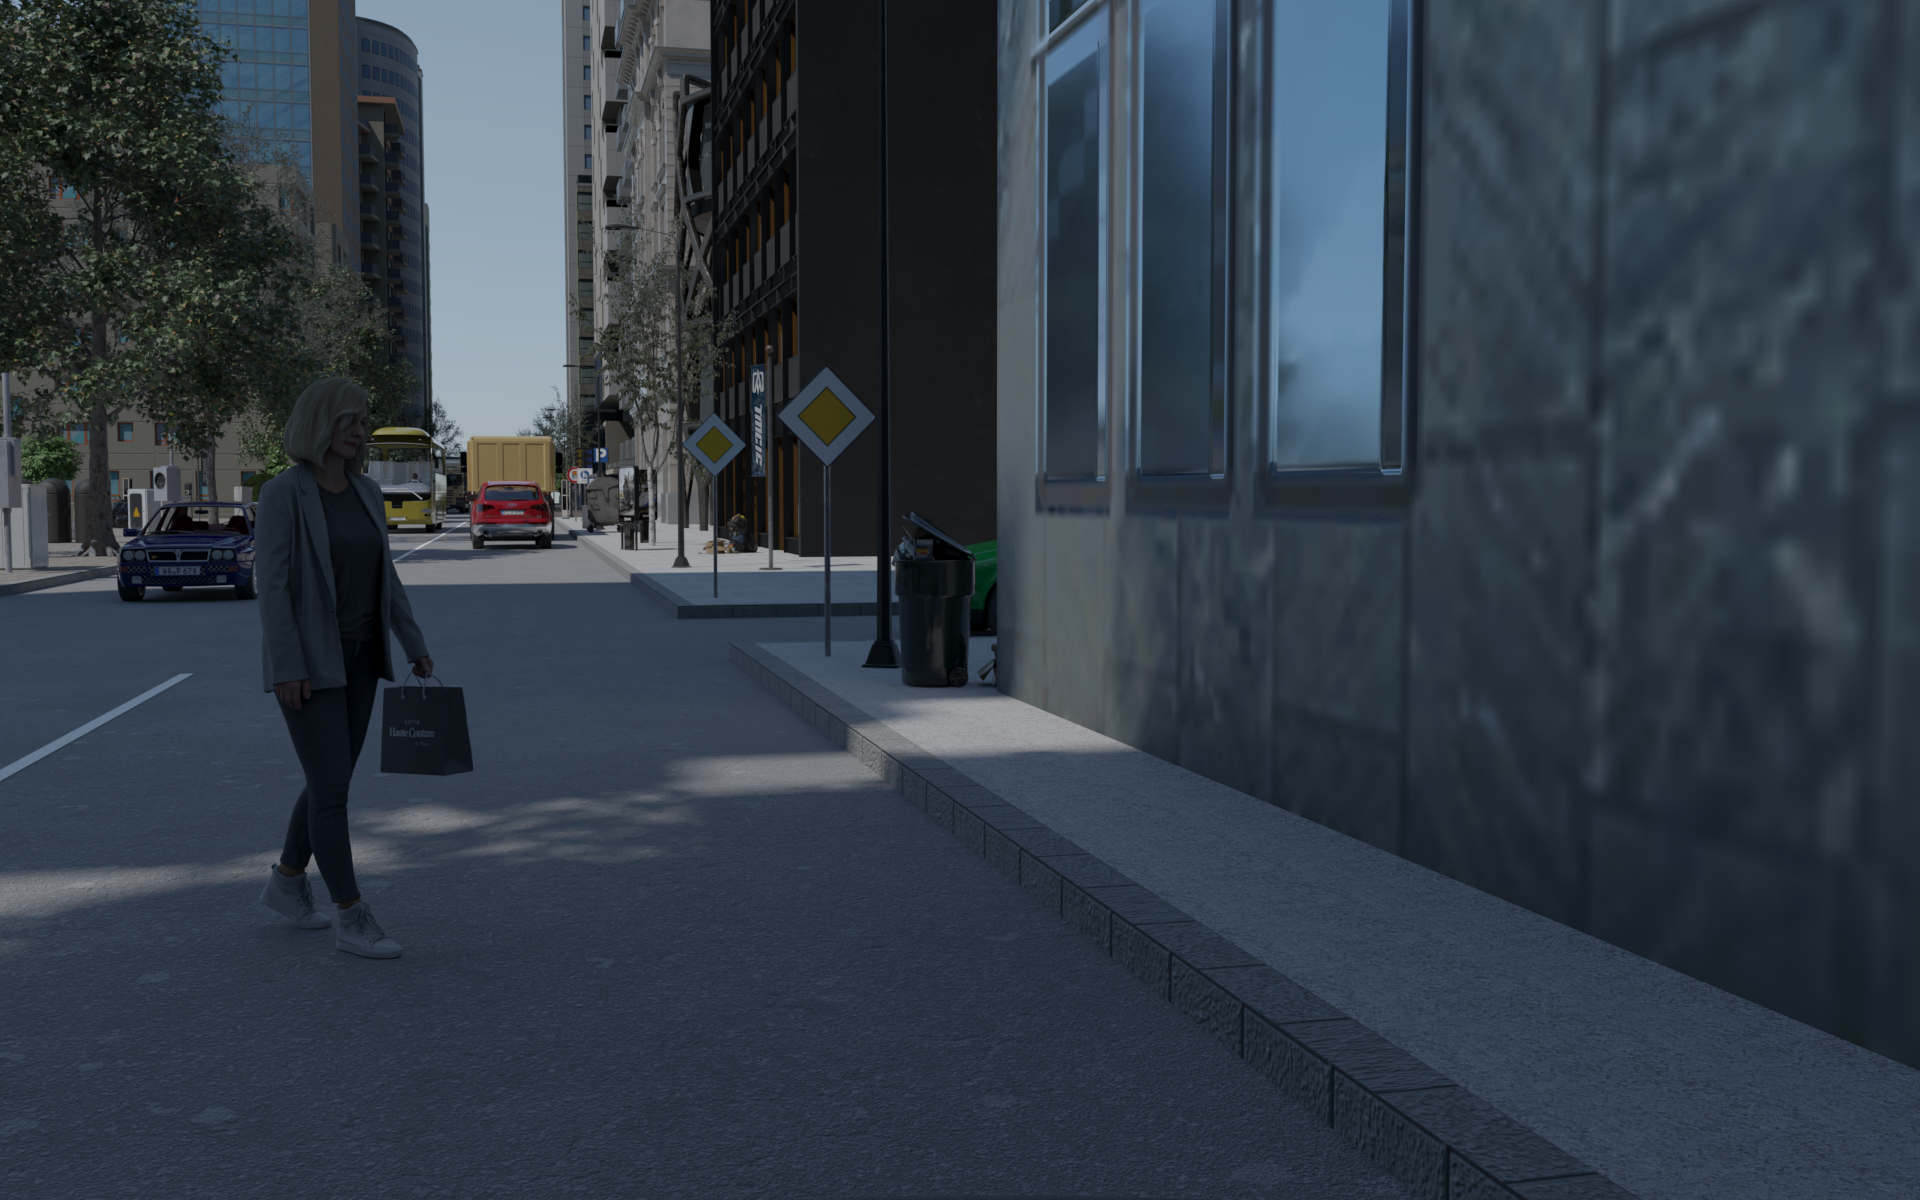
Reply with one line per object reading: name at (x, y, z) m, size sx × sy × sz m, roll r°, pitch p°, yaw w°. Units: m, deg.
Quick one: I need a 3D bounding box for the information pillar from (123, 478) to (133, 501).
information pillar at (-38.320, -4.605, 79.789) m, size 0.304 × 2.012 × 0.304 m, roll 0°, pitch 4°, yaw 7°

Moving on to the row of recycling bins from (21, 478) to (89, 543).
row of recycling bins at (-24.184, -2.348, 45.502) m, size 3.534 × 1.692 × 1.069 m, roll 0°, pitch 4°, yaw 1°

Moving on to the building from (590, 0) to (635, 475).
building at (-15.655, -33.739, 140.865) m, size 28.713 × 52.752 × 27.495 m, roll -1°, pitch 4°, yaw -14°

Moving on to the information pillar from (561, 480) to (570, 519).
information pillar at (-20.206, -5.152, 88.731) m, size 0.304 × 2.012 × 0.304 m, roll 1°, pitch 4°, yaw 11°

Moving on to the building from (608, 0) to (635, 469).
building at (-10.571, -30.142, 112.425) m, size 23.786 × 49.044 × 30.456 m, roll -1°, pitch 4°, yaw -14°

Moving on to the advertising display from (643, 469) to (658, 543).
advertising display at (-8.255, -2.459, 45.424) m, size 0.123 × 1.923 × 0.974 m, roll 2°, pitch 4°, yaw 24°

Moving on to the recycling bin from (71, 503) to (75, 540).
recycling bin at (-25.820, -2.357, 51.083) m, size 0.722 × 1.027 × 0.722 m, roll 3°, pitch 5°, yaw 41°

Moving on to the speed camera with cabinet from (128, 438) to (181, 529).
speed camera with cabinet at (-26.633, -3.846, 57.218) m, size 2.038 × 3.252 × 0.660 m, roll 2°, pitch 4°, yaw 30°

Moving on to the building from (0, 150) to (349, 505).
building at (-51.841, -15.723, 102.113) m, size 27.650 × 21.520 × 28.899 m, roll -1°, pitch 4°, yaw -14°

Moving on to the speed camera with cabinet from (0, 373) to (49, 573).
speed camera with cabinet at (-15.926, -2.122, 29.030) m, size 0.660 × 3.252 × 2.038 m, roll -1°, pitch 4°, yaw -12°

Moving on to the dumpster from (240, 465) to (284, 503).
dumpster at (-23.231, -3.401, 58.092) m, size 1.502 × 2.255 × 1.985 m, roll -1°, pitch 4°, yaw -14°

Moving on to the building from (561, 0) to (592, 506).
building at (-33.648, -39.908, 194.492) m, size 21.231 × 58.520 × 28.212 m, roll -1°, pitch 4°, yaw -14°

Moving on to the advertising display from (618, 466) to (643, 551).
advertising display at (-7.552, -2.097, 39.505) m, size 0.123 × 1.923 × 0.974 m, roll -2°, pitch 4°, yaw -33°

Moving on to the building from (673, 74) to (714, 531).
building at (-2.358, -12.110, 65.456) m, size 16.820 × 18.784 × 16.811 m, roll -1°, pitch 4°, yaw -14°

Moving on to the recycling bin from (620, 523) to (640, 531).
recycling bin at (-11.293, -2.897, 59.919) m, size 0.722 × 1.027 × 0.722 m, roll 3°, pitch 4°, yaw 38°

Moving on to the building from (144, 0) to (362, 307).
building at (-50.939, -28.996, 124.201) m, size 14.600 × 45.320 × 14.200 m, roll -1°, pitch 4°, yaw -14°

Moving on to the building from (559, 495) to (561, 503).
building at (-39.575, -33.626, 241.660) m, size 32.217 × 40.220 × 23.993 m, roll -1°, pitch 4°, yaw -14°

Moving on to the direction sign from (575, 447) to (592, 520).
direction sign at (-18.271, -5.639, 84.203) m, size 0.876 × 3.537 × 0.379 m, roll -3°, pitch 4°, yaw -37°

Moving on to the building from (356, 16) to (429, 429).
building at (-77.325, -41.045, 213.084) m, size 21.231 × 58.520 × 28.212 m, roll -1°, pitch 4°, yaw -14°

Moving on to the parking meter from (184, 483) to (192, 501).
parking meter at (-39.138, -5.025, 87.867) m, size 0.255 × 1.863 × 0.399 m, roll 0°, pitch 4°, yaw -4°

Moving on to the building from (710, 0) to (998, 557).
building at (0.774, -13.080, 43.536) m, size 12.332 × 23.373 × 15.834 m, roll -1°, pitch 4°, yaw -14°

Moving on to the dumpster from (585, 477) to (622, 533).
dumpster at (-11.880, -3.198, 58.050) m, size 1.264 × 1.857 × 1.865 m, roll -1°, pitch 4°, yaw -14°

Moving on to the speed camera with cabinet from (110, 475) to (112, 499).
speed camera with cabinet at (-38.062, -5.002, 76.115) m, size 0.660 × 3.252 × 2.038 m, roll 0°, pitch 4°, yaw 0°

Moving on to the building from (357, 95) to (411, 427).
building at (-70.936, -32.455, 185.255) m, size 22.147 × 44.769 × 28.867 m, roll -1°, pitch 4°, yaw -14°

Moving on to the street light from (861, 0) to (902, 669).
street light at (-1.089, -2.449, 12.586) m, size 1.470 × 5.913 × 1.316 m, roll -1°, pitch 4°, yaw -14°

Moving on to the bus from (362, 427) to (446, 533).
bus at (-21.483, -4.629, 67.226) m, size 2.896 × 3.916 × 12.252 m, roll -1°, pitch 4°, yaw -14°

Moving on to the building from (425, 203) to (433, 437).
building at (-79.303, -33.728, 235.039) m, size 14.154 × 41.232 × 14.086 m, roll -1°, pitch 4°, yaw -14°

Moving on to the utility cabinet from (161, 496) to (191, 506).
utility cabinet at (-28.496, -3.167, 62.934) m, size 1.020 × 1.237 × 0.306 m, roll -3°, pitch 5°, yaw -42°

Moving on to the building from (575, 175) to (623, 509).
building at (-28.361, -23.786, 160.595) m, size 14.160 × 30.474 × 14.107 m, roll -1°, pitch 4°, yaw -14°

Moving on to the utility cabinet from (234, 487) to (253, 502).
utility cabinet at (-21.572, -2.661, 52.187) m, size 0.318 × 1.500 × 1.173 m, roll -2°, pitch 4°, yaw -34°

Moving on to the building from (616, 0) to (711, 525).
building at (-9.004, -18.157, 84.256) m, size 14.401 × 28.519 × 23.554 m, roll -1°, pitch 4°, yaw -14°

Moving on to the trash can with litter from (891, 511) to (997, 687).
trash can with litter at (0.068, -0.019, 11.694) m, size 1.055 × 1.170 × 0.624 m, roll 0°, pitch 4°, yaw -3°
